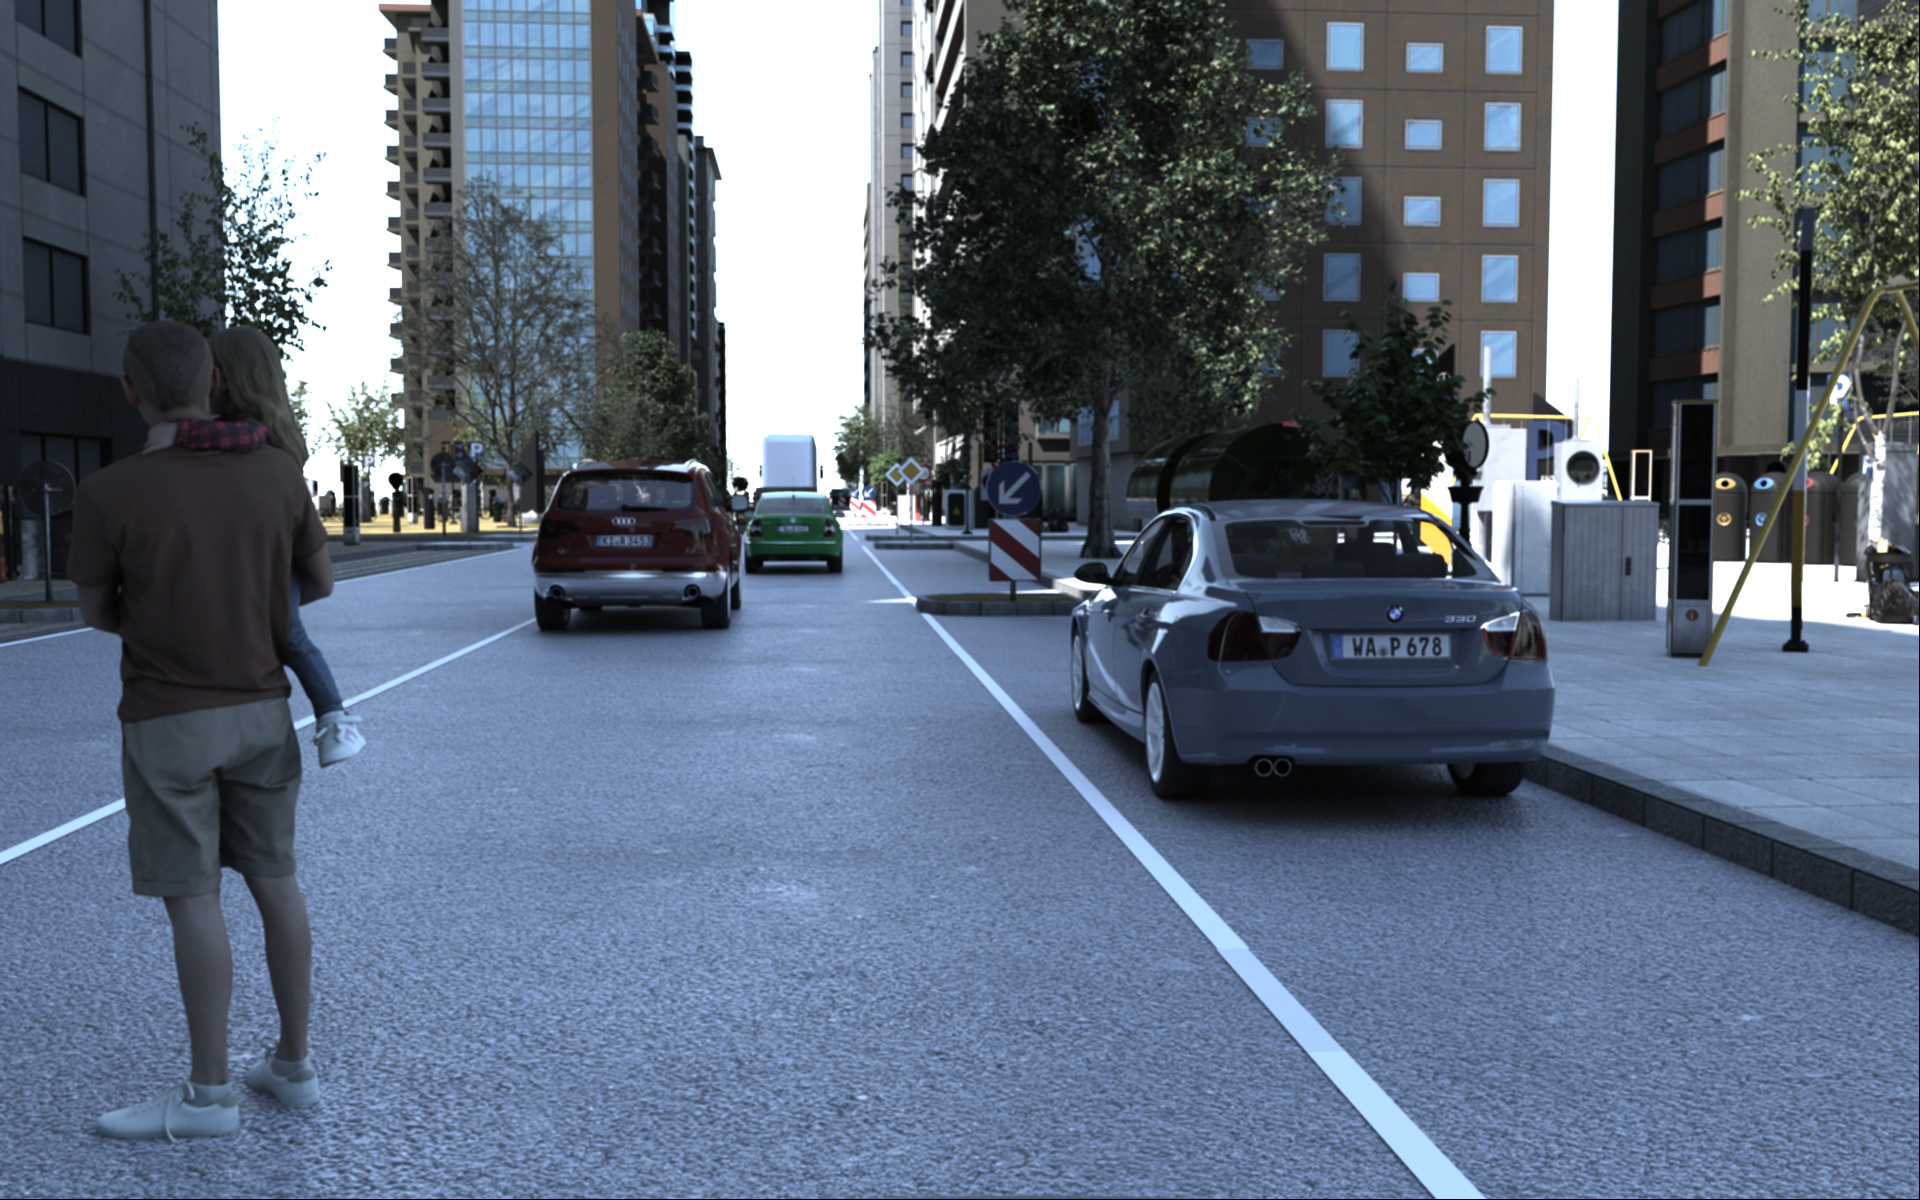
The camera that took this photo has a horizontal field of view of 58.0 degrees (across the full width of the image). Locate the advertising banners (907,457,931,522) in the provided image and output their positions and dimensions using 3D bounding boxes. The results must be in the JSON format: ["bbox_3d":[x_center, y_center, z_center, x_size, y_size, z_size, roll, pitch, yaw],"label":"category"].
[{"bbox_3d":[-1.924,-5.172,80.752,0.090,3.025,2.074,-2,4,-32],"label":"advertising banners"}]

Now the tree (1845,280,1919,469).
[{"bbox_3d":[25.015,-5.711,43.743,4.360,8.622,3.978,0,3,0],"label":"tree"}]

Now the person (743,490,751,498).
[{"bbox_3d":[-22.322,-10.494,180.037,1.348,1.831,0.705,-2,4,-27],"label":"person"}]

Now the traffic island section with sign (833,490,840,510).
[{"bbox_3d":[-6.417,-5.810,103.628,1.989,1.847,2.006,0,4,-5],"label":"traffic island section with sign"}]

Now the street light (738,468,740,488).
[{"bbox_3d":[-32.067,-17.041,251.414,0.468,5.910,1.993,0,4,-5],"label":"street light"}]

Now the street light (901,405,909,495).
[{"bbox_3d":[-2.871,-7.147,89.645,0.468,5.910,1.993,0,4,-5],"label":"street light"}]

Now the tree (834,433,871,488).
[{"bbox_3d":[-12.255,-15.289,200.338,4.737,8.622,4.395,0,3,0],"label":"tree"}]

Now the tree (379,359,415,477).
[{"bbox_3d":[-30.882,-8.478,88.984,4.737,8.622,4.395,0,3,0],"label":"tree"}]

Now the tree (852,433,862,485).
[{"bbox_3d":[-5.987,-11.432,137.278,4.360,8.622,3.978,0,3,0],"label":"tree"}]

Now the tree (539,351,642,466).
[{"bbox_3d":[-18.557,-8.375,87.299,4.360,8.622,3.978,0,3,0],"label":"tree"}]

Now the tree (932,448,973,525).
[{"bbox_3d":[-0.248,-4.769,72.567,1.663,3.219,1.824,0,3,0],"label":"tree"}]

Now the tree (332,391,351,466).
[{"bbox_3d":[-41.091,-9.633,107.860,4.360,8.622,3.978,0,3,0],"label":"tree"}]

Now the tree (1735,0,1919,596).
[{"bbox_3d":[11.744,-4.367,21.760,4.737,8.622,4.395,0,3,0],"label":"tree"}]

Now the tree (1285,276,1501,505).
[{"bbox_3d":[3.889,-1.280,15.536,1.663,3.219,1.824,0,3,0],"label":"tree"}]

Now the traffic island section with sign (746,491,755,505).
[{"bbox_3d":[-30.976,-15.496,261.980,1.989,1.847,2.006,0,4,-5],"label":"traffic island section with sign"}]

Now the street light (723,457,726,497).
[{"bbox_3d":[-28.891,-14.662,212.503,0.468,5.910,1.993,0,4,-5],"label":"street light"}]

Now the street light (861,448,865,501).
[{"bbox_3d":[-9.223,-11.763,165.104,0.468,5.910,1.993,0,4,-5],"label":"street light"}]

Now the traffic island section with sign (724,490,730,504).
[{"bbox_3d":[-24.069,-10.440,179.327,1.989,1.847,2.006,0,4,-5],"label":"traffic island section with sign"}]

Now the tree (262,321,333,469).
[{"bbox_3d":[-30.312,-7.600,74.625,4.360,8.622,3.978,0,3,0],"label":"tree"}]

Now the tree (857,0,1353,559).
[{"bbox_3d":[2.837,-7.179,34.389,9.611,12.733,9.660,0,3,0],"label":"tree"}]

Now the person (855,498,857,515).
[{"bbox_3d":[-7.012,-6.307,115.895,0.425,1.301,0.394,1,4,13],"label":"person"}]

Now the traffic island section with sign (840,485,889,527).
[{"bbox_3d":[-4.174,-4.167,76.766,1.989,1.847,2.006,0,4,-5],"label":"traffic island section with sign"}]

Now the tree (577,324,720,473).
[{"bbox_3d":[-21.026,-12.220,116.813,9.611,12.733,9.660,0,3,0],"label":"tree"}]

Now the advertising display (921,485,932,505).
[{"bbox_3d":[-2.184,-6.841,117.065,0.974,1.923,0.123,-1,4,-14],"label":"advertising display"}]

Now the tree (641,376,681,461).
[{"bbox_3d":[-19.878,-9.576,106.924,4.360,8.622,3.978,0,3,0],"label":"tree"}]

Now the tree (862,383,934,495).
[{"bbox_3d":[-3.097,-9.714,109.182,4.360,8.622,3.978,0,3,0],"label":"tree"}]

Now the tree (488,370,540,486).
[{"bbox_3d":[-23.237,-8.911,96.054,4.360,8.622,3.978,0,3,0],"label":"tree"}]

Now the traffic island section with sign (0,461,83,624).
[{"bbox_3d":[-10.733,-0.693,19.966,1.989,1.847,2.006,0,4,-5],"label":"traffic island section with sign"}]

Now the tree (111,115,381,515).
[{"bbox_3d":[-14.161,-5.107,33.868,4.737,8.622,4.395,0,3,0],"label":"tree"}]

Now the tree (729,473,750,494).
[{"bbox_3d":[-33.967,-17.336,267.160,4.285,4.588,4.351,0,3,0],"label":"tree"}]

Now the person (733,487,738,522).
[{"bbox_3d":[-11.808,-4.924,89.218,0.699,1.804,1.509,3,4,36],"label":"person"}]

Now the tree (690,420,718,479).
[{"bbox_3d":[-24.962,-12.753,158.878,4.360,8.622,3.978,0,3,0],"label":"tree"}]

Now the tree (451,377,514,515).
[{"bbox_3d":[-29.479,-9.569,106.813,4.737,8.622,4.395,0,3,0],"label":"tree"}]

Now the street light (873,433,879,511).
[{"bbox_3d":[-6.220,-9.534,128.661,0.468,5.910,1.993,0,4,-5],"label":"street light"}]

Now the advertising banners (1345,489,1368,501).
[{"bbox_3d":[8.658,-2.757,41.261,2.074,3.025,0.090,1,4,12],"label":"advertising banners"}]

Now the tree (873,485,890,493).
[{"bbox_3d":[-6.513,-9.166,144.468,1.663,3.219,1.824,0,3,0],"label":"tree"}]

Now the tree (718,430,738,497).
[{"bbox_3d":[-26.516,-14.246,183.277,4.360,8.622,3.978,0,3,0],"label":"tree"}]

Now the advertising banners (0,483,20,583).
[{"bbox_3d":[-13.896,-1.765,25.046,0.090,3.025,2.074,-1,4,-18],"label":"advertising banners"}]

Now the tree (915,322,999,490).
[{"bbox_3d":[-0.078,-7.095,66.358,4.737,8.622,4.395,0,3,0],"label":"tree"}]

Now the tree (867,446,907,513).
[{"bbox_3d":[-4.635,-8.165,117.219,4.285,4.588,4.351,0,3,0],"label":"tree"}]

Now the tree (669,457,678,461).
[{"bbox_3d":[-23.845,-9.823,144.315,4.285,4.588,4.351,0,3,0],"label":"tree"}]

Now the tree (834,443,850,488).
[{"bbox_3d":[-14.571,-17.116,230.206,4.360,8.622,3.978,0,3,0],"label":"tree"}]

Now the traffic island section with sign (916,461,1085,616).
[{"bbox_3d":[0.472,-0.774,21.290,1.989,1.847,2.006,0,4,-5],"label":"traffic island section with sign"}]

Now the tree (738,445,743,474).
[{"bbox_3d":[-32.256,-17.800,241.388,4.360,8.622,3.978,0,3,0],"label":"tree"}]

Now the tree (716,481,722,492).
[{"bbox_3d":[-28.811,-12.700,202.247,1.663,3.219,1.824,0,3,0],"label":"tree"}]

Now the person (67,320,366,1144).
[{"bbox_3d":[-1.701,0.272,4.021,0.573,1.828,0.580,0,4,-6],"label":"person"}]

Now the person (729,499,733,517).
[{"bbox_3d":[-8.699,-3.190,65.340,0.352,1.250,0.332,-3,4,-36],"label":"person"}]

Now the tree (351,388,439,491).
[{"bbox_3d":[-36.754,-10.000,113.858,4.360,8.622,3.978,0,3,0],"label":"tree"}]

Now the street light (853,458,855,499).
[{"bbox_3d":[-12.556,-14.195,204.876,0.468,5.910,1.993,0,4,-5],"label":"street light"}]

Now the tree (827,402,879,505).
[{"bbox_3d":[-12.413,-17.986,212.194,7.486,12.596,7.792,0,3,0],"label":"tree"}]

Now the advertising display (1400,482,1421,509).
[{"bbox_3d":[11.180,-2.254,42.065,0.974,1.923,0.123,2,4,28],"label":"advertising display"}]

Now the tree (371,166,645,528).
[{"bbox_3d":[-17.359,-9.522,66.050,12.009,13.543,11.850,0,3,0],"label":"tree"}]

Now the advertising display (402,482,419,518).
[{"bbox_3d":[-29.941,-5.452,94.352,0.123,1.923,0.974,3,5,40],"label":"advertising display"}]

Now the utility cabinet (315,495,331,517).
[{"bbox_3d":[-35.475,-5.219,96.486,0.306,1.237,1.020,1,4,19],"label":"utility cabinet"}]
